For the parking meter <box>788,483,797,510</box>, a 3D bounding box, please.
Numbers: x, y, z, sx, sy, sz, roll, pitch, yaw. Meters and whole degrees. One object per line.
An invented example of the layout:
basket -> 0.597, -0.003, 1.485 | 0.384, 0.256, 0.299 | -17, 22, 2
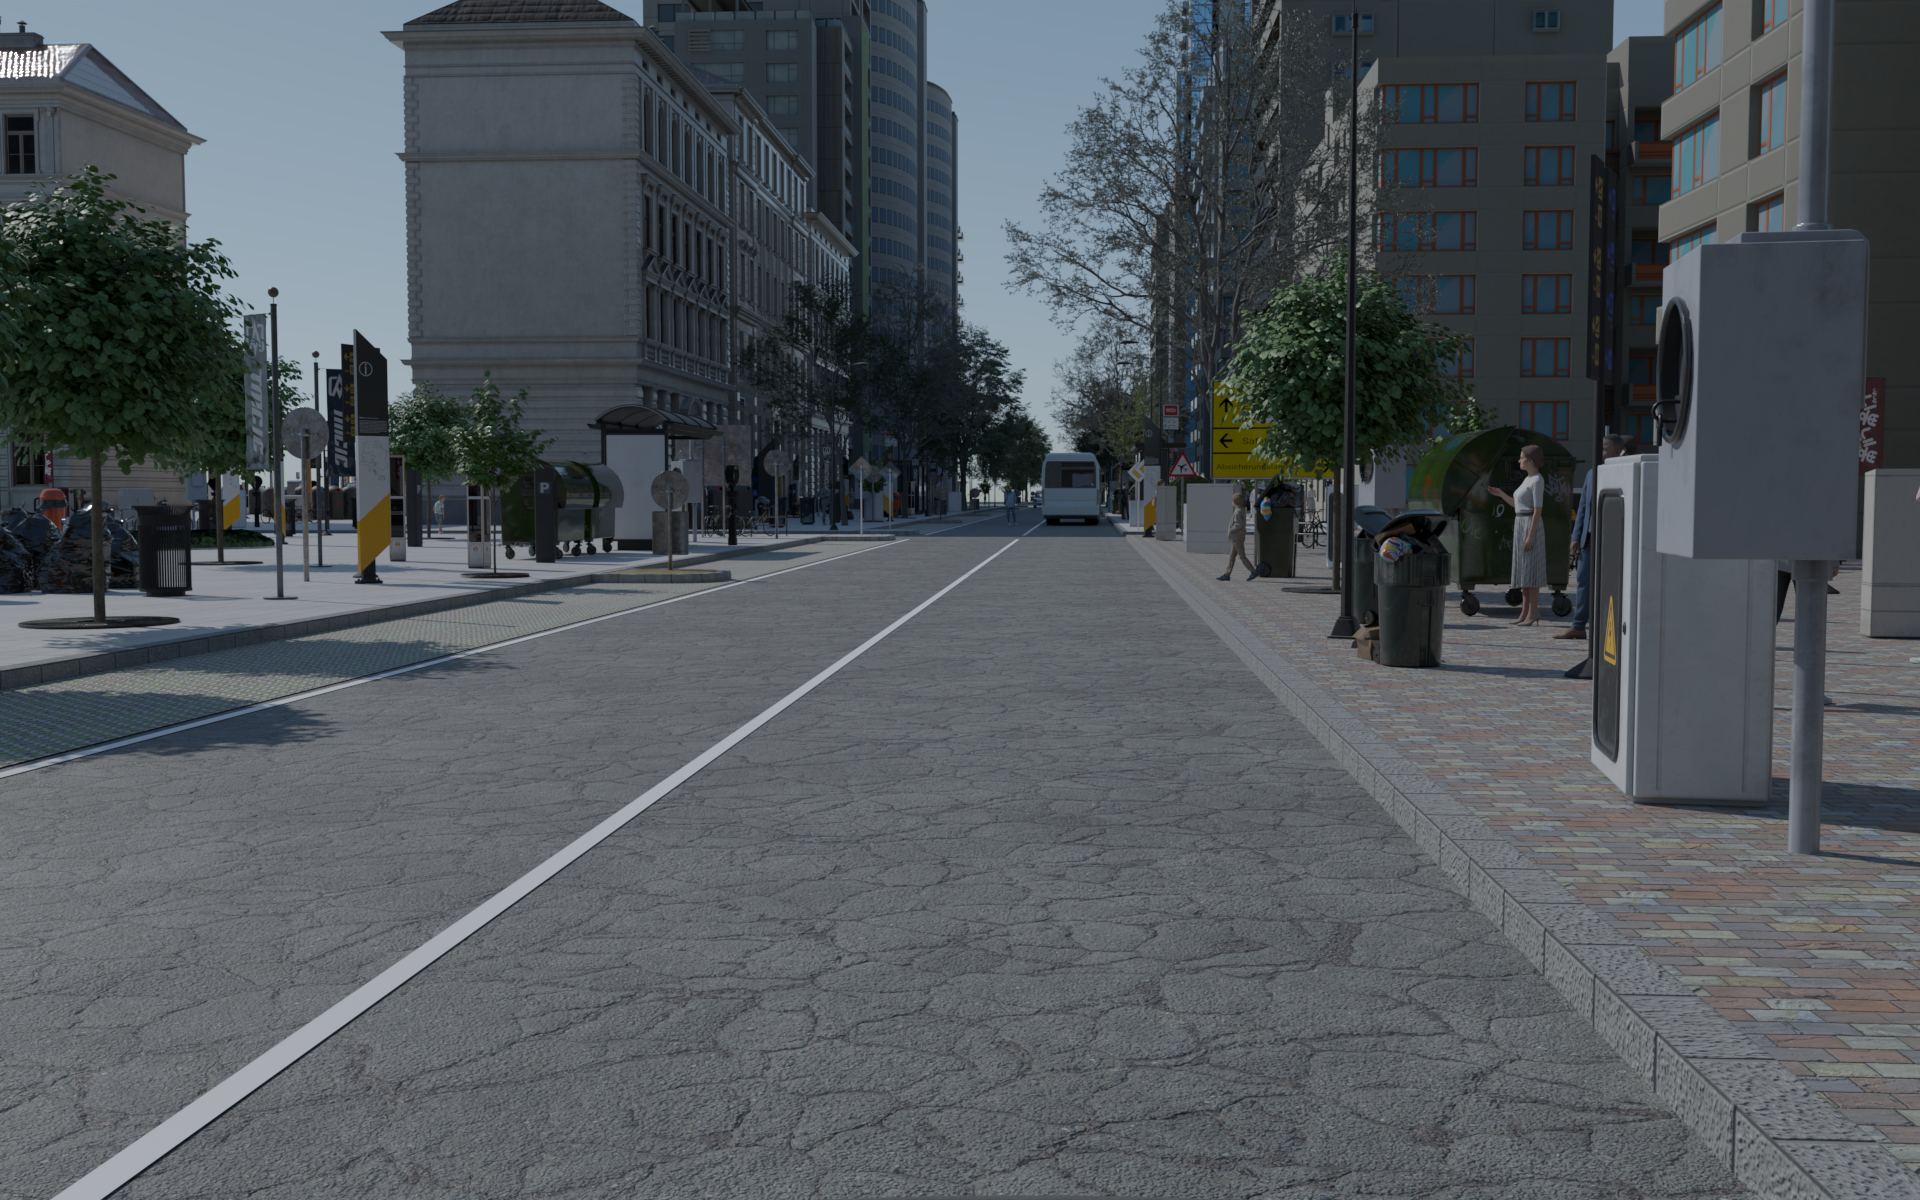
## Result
parking meter -> -9.109, -5.411, 94.188 | 0.399, 1.863, 0.255 | -3, 5, -43

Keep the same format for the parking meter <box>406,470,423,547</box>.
parking meter -> -13.271, -2.228, 42.132 | 0.255, 1.863, 0.399 | 0, 4, 7

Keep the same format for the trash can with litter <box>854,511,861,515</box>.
trash can with litter -> -5.746, -5.859, 106.860 | 1.678, 1.210, 2.233 | -1, 4, -17

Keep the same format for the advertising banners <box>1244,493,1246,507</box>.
advertising banners -> 15.601, -6.098, 95.888 | 0.090, 3.025, 2.074 | 0, 4, -1

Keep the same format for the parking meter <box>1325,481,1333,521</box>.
parking meter -> 16.033, -4.252, 75.239 | 0.255, 1.863, 0.399 | 0, 4, 6

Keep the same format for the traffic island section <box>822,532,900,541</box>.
traffic island section -> -3.080, -1.910, 53.505 | 2.009, 0.180, 2.903 | 0, 4, 4

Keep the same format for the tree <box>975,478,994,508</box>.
tree -> 2.322, -10.246, 162.120 | 1.663, 3.219, 1.824 | 0, 3, 0

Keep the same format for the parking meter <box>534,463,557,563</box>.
parking meter -> -7.735, -1.631, 32.378 | 0.399, 1.863, 0.255 | -1, 4, -8

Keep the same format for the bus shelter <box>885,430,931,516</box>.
bus shelter -> -3.281, -7.945, 107.534 | 2.179, 5.291, 8.768 | 0, 4, 4

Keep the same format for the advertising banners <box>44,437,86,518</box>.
advertising banners -> -22.475, -2.890, 43.435 | 0.090, 3.025, 2.074 | 0, 4, 0

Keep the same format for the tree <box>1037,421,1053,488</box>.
tree -> 10.623, -22.823, 279.815 | 9.857, 13.997, 8.962 | 0, 3, 0

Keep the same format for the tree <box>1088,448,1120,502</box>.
tree -> 22.536, -22.280, 270.936 | 9.857, 13.997, 8.962 | 0, 3, 0

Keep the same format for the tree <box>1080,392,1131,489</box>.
tree -> 16.805, -16.456, 186.056 | 9.611, 12.733, 9.660 | 0, 3, 0

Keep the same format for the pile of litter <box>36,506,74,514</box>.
pile of litter -> -35.479, -3.264, 67.332 | 1.176, 0.858, 1.719 | -1, 4, -9

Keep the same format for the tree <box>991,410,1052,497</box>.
tree -> 7.487, -19.204, 230.987 | 9.611, 12.733, 9.660 | 0, 3, 0

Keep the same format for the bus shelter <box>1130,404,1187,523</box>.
bus shelter -> 8.500, -5.944, 74.812 | 2.179, 5.291, 8.768 | 0, 4, 4

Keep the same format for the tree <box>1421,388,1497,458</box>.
tree -> 9.141, -2.250, 31.383 | 1.663, 3.219, 1.824 | 0, 3, 0

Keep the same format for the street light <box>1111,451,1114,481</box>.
street light -> 6.154, -5.390, 60.668 | 1.470, 5.913, 1.316 | 0, 4, 4

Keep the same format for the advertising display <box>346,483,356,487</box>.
advertising display -> -34.309, -5.680, 98.088 | 0.974, 1.923, 0.123 | 1, 4, 18

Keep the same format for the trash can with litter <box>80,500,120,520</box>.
trash can with litter -> -16.146, -1.262, 32.029 | 0.624, 1.170, 1.055 | 1, 4, 16

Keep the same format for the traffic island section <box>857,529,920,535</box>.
traffic island section -> -2.516, -2.397, 61.470 | 2.009, 0.180, 2.903 | 0, 4, 4

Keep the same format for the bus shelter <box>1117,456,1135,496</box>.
bus shelter -> 9.574, -6.130, 94.156 | 2.014, 3.302, 5.546 | 0, 4, 4

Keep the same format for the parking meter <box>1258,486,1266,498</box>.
parking meter -> 9.331, -2.756, 53.477 | 0.372, 1.533, 0.369 | 0, 3, 0

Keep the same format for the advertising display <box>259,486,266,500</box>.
advertising display -> -54.355, -7.910, 134.535 | 0.974, 1.923, 0.123 | 1, 4, 19

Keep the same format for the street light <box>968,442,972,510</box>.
street light -> 1.484, -10.146, 138.422 | 1.470, 5.913, 1.316 | 0, 4, 4

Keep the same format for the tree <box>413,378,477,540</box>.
tree -> -15.220, -4.009, 49.258 | 4.285, 4.588, 4.351 | 0, 3, 0

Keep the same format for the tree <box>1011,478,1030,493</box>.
tree -> 8.564, -16.503, 253.537 | 4.285, 4.588, 4.351 | 0, 3, 0

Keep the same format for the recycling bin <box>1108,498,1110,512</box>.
recycling bin -> 11.058, -6.844, 124.456 | 0.722, 1.027, 0.722 | -1, 4, -13

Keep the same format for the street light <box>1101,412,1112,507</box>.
street light -> 8.755, -7.656, 97.712 | 1.470, 5.913, 1.316 | 0, 4, 4

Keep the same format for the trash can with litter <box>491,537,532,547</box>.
trash can with litter -> -10.925, -1.924, 42.515 | 1.678, 1.210, 2.233 | -1, 4, -21

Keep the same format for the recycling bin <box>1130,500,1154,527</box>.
recycling bin -> 7.122, -3.384, 67.881 | 0.722, 1.027, 0.722 | 3, 4, 36

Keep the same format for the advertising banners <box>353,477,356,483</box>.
advertising banners -> -37.403, -6.867, 108.459 | 0.090, 3.025, 2.074 | 1, 4, 19

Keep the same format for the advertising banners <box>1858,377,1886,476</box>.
advertising banners -> 14.369, -1.827, 26.057 | 2.074, 3.025, 0.090 | 0, 4, -3

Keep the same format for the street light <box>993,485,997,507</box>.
street light -> 4.079, -12.411, 175.467 | 1.470, 5.913, 1.316 | 0, 4, 4

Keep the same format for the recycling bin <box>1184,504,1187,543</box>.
recycling bin -> 6.301, -1.991, 45.101 | 0.722, 1.027, 0.722 | -1, 4, -23

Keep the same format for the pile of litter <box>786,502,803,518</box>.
pile of litter -> -8.818, -4.792, 92.319 | 1.719, 0.858, 1.176 | 2, 4, 33

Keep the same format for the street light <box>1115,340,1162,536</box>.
street light -> 5.512, -4.881, 52.342 | 1.470, 5.913, 1.316 | 0, 4, 4

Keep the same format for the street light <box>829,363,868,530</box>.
street light -> -3.940, -5.430, 61.327 | 1.470, 5.913, 1.316 | 0, 4, 4

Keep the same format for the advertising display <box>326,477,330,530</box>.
advertising display -> -22.999, -3.532, 62.963 | 0.123, 1.923, 0.974 | -1, 4, -21

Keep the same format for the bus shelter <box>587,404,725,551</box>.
bus shelter -> -7.229, -2.929, 41.818 | 2.014, 3.302, 5.546 | 0, 4, 4

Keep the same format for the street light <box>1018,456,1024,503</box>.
street light -> 7.291, -15.174, 220.634 | 1.470, 5.913, 1.316 | 0, 4, 4

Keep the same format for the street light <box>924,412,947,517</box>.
street light -> -1.334, -7.711, 98.610 | 1.470, 5.913, 1.316 | 0, 4, 4

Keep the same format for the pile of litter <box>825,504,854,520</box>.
pile of litter -> -5.990, -4.415, 86.143 | 1.719, 0.858, 1.176 | -2, 4, -35

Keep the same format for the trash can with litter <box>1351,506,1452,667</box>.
trash can with litter -> 3.275, -0.108, 13.148 | 0.624, 1.170, 1.055 | -1, 4, -12

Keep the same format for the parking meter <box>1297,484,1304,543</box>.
parking meter -> 8.947, -2.299, 45.993 | 0.372, 1.533, 0.369 | 0, 3, 0

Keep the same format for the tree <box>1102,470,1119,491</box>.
tree -> 17.032, -14.977, 195.230 | 4.360, 8.622, 3.978 | 0, 3, 0

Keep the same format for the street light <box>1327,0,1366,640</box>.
street light -> 2.907, -2.615, 15.298 | 1.470, 5.913, 1.316 | 0, 4, 4

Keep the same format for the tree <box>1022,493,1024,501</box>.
tree -> 10.703, -21.734, 289.761 | 8.767, 10.594, 7.601 | 2, 4, 29

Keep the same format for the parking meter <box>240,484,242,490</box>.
parking meter -> -38.091, -5.244, 91.453 | 0.399, 1.863, 0.255 | 1, 4, 14

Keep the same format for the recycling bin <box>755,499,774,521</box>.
recycling bin -> -9.236, -4.256, 82.144 | 0.722, 1.027, 0.722 | 3, 5, 42

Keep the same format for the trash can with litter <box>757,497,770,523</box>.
trash can with litter -> -8.604, -4.041, 77.454 | 0.624, 1.170, 1.055 | -3, 5, -43

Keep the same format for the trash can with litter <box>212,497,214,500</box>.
trash can with litter -> -34.203, -4.262, 80.743 | 1.678, 1.210, 2.233 | 2, 4, 28

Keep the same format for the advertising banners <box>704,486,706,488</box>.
advertising banners -> -11.013, -4.749, 73.836 | 0.090, 3.025, 2.074 | -1, 4, -19

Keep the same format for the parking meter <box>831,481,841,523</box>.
parking meter -> -5.600, -4.419, 77.962 | 0.399, 1.863, 0.255 | -2, 4, -27

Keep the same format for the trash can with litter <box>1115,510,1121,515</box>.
trash can with litter -> 10.046, -5.853, 107.086 | 0.624, 1.170, 1.055 | -3, 5, -41

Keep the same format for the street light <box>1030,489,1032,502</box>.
street light -> 9.917, -17.440, 257.677 | 1.470, 5.913, 1.316 | 0, 4, 4
